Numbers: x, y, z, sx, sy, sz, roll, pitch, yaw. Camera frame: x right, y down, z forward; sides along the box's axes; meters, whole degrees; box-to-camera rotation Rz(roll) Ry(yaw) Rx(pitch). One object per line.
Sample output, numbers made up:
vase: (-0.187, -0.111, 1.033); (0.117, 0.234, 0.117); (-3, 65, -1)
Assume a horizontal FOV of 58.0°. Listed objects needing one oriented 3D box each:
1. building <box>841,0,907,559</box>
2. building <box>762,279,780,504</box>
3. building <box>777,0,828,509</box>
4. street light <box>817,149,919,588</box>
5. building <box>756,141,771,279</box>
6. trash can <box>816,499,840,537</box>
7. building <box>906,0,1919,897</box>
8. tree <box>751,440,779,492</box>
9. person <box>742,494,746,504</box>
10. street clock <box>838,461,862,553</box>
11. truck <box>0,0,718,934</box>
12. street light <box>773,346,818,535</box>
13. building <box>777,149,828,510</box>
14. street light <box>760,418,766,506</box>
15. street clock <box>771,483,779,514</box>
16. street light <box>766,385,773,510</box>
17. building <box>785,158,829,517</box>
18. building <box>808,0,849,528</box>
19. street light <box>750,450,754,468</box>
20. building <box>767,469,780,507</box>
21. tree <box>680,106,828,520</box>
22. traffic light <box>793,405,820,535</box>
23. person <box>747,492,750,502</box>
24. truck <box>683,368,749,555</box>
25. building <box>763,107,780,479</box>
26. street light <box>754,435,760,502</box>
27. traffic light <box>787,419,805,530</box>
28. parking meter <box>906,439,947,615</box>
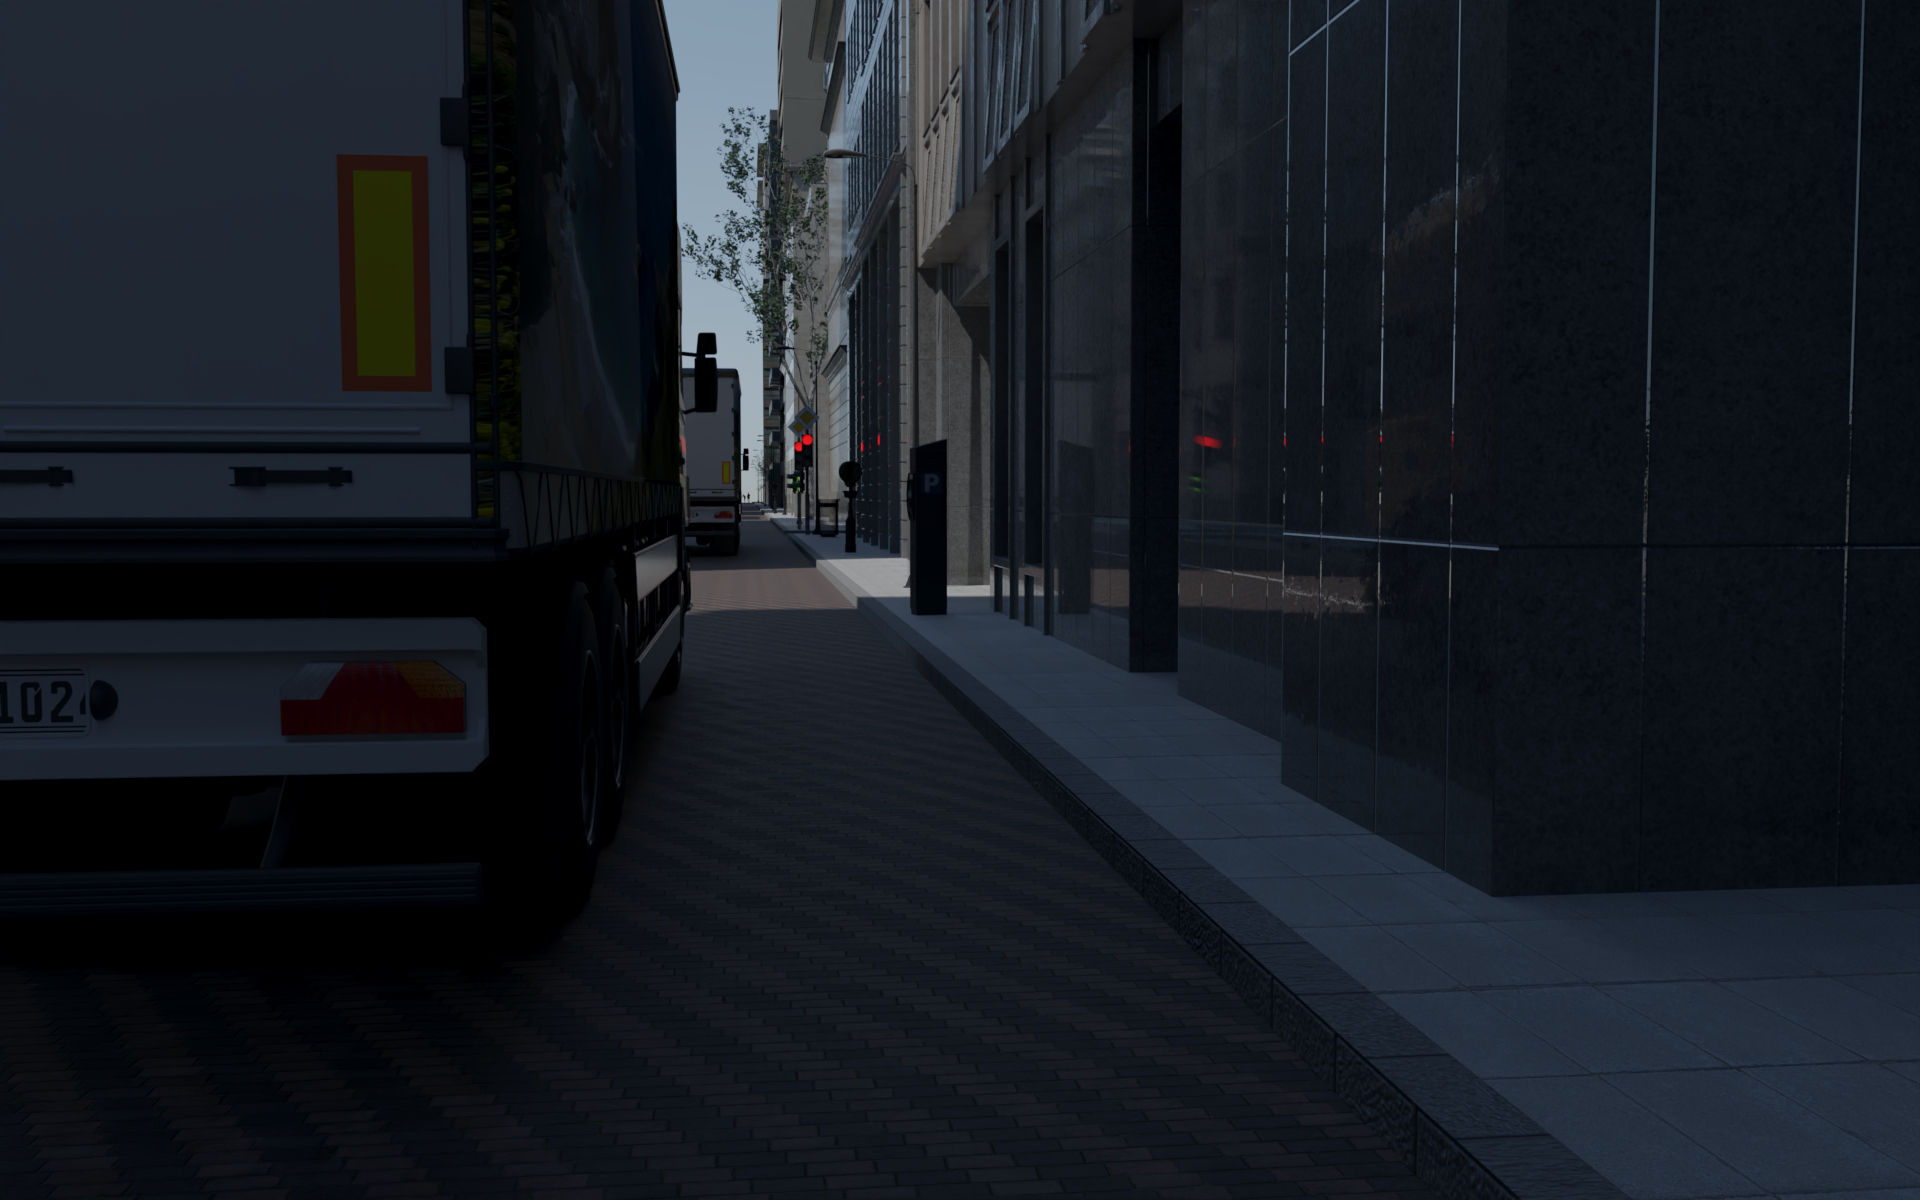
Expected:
building: (3.606, -16.066, 40.168); (11.434, 29.767, 29.804); (0, 4, -7)
building: (-19.478, -28.211, 232.954); (14.160, 30.474, 14.107); (0, 4, -7)
building: (-4.943, -32.277, 151.427); (21.300, 48.544, 21.600); (0, 4, -7)
street light: (-1.141, -3.119, 23.530); (1.470, 5.913, 1.316); (0, 4, -7)
building: (-15.204, -40.695, 254.594); (28.713, 52.752, 27.495); (0, 4, -7)
trash can: (-3.925, -2.444, 51.609); (0.748, 1.137, 0.748); (0, 3, 0)
building: (6.423, -12.068, 15.335); (12.078, 24.808, 19.932); (0, 4, -7)
tree: (-24.729, -16.687, 223.186); (4.360, 8.622, 3.978); (0, 3, 0)
person: (-32.176, -15.056, 257.853); (0.628, 1.438, 0.799); (-1, 4, -9)
street clock: (-2.401, -2.042, 37.958); (0.471, 2.002, 0.358); (-2, 4, -32)
truck: (-2.823, -1.239, 9.163); (2.839, 4.237, 11.283); (0, 4, -7)
street light: (-5.053, -5.014, 54.527); (1.470, 5.913, 1.316); (0, 4, -7)
building: (-6.745, -20.076, 125.508); (12.463, 27.353, 25.104); (0, 4, -7)
street light: (-11.254, -8.137, 105.574); (1.470, 5.913, 1.316); (0, 4, -7)
street clock: (-12.111, -6.660, 113.461); (0.471, 2.002, 0.358); (0, 4, 3)
street light: (-7.405, -6.194, 73.817); (1.470, 5.913, 1.316); (0, 4, -7)
building: (-5.081, -15.272, 104.447); (10.420, 20.320, 16.860); (0, 4, -7)
building: (9.132, -14.571, 71.519); (30.059, 22.955, 16.112); (0, 4, -7)
street light: (-20.868, -12.732, 180.711); (1.470, 5.913, 1.316); (0, 4, -7)
building: (-8.802, -44.846, 171.484); (20.563, 71.187, 20.611); (0, 4, -7)
tree: (-8.842, -14.104, 86.483); (12.611, 20.169, 13.585); (0, 3, 0)
traffic light: (-4.836, -4.017, 54.601); (0.839, 4.253, 0.868); (0, 4, -7)
person: (-32.176, -15.547, 263.605); (0.541, 1.710, 0.530); (-1, 4, -23)
truck: (-6.801, -3.369, 43.991); (2.839, 4.237, 11.283); (0, 4, -7)
building: (-10.640, -35.401, 198.417); (23.786, 49.044, 30.456); (0, 4, -7)
street light: (-15.219, -10.018, 136.341); (1.470, 5.913, 1.316); (0, 4, -7)
traffic light: (-5.826, -4.502, 62.525); (0.839, 4.253, 0.868); (0, 4, -7)
parking meter: (-0.350, -0.776, 18.394); (0.399, 1.863, 0.255); (-1, 4, -16)
